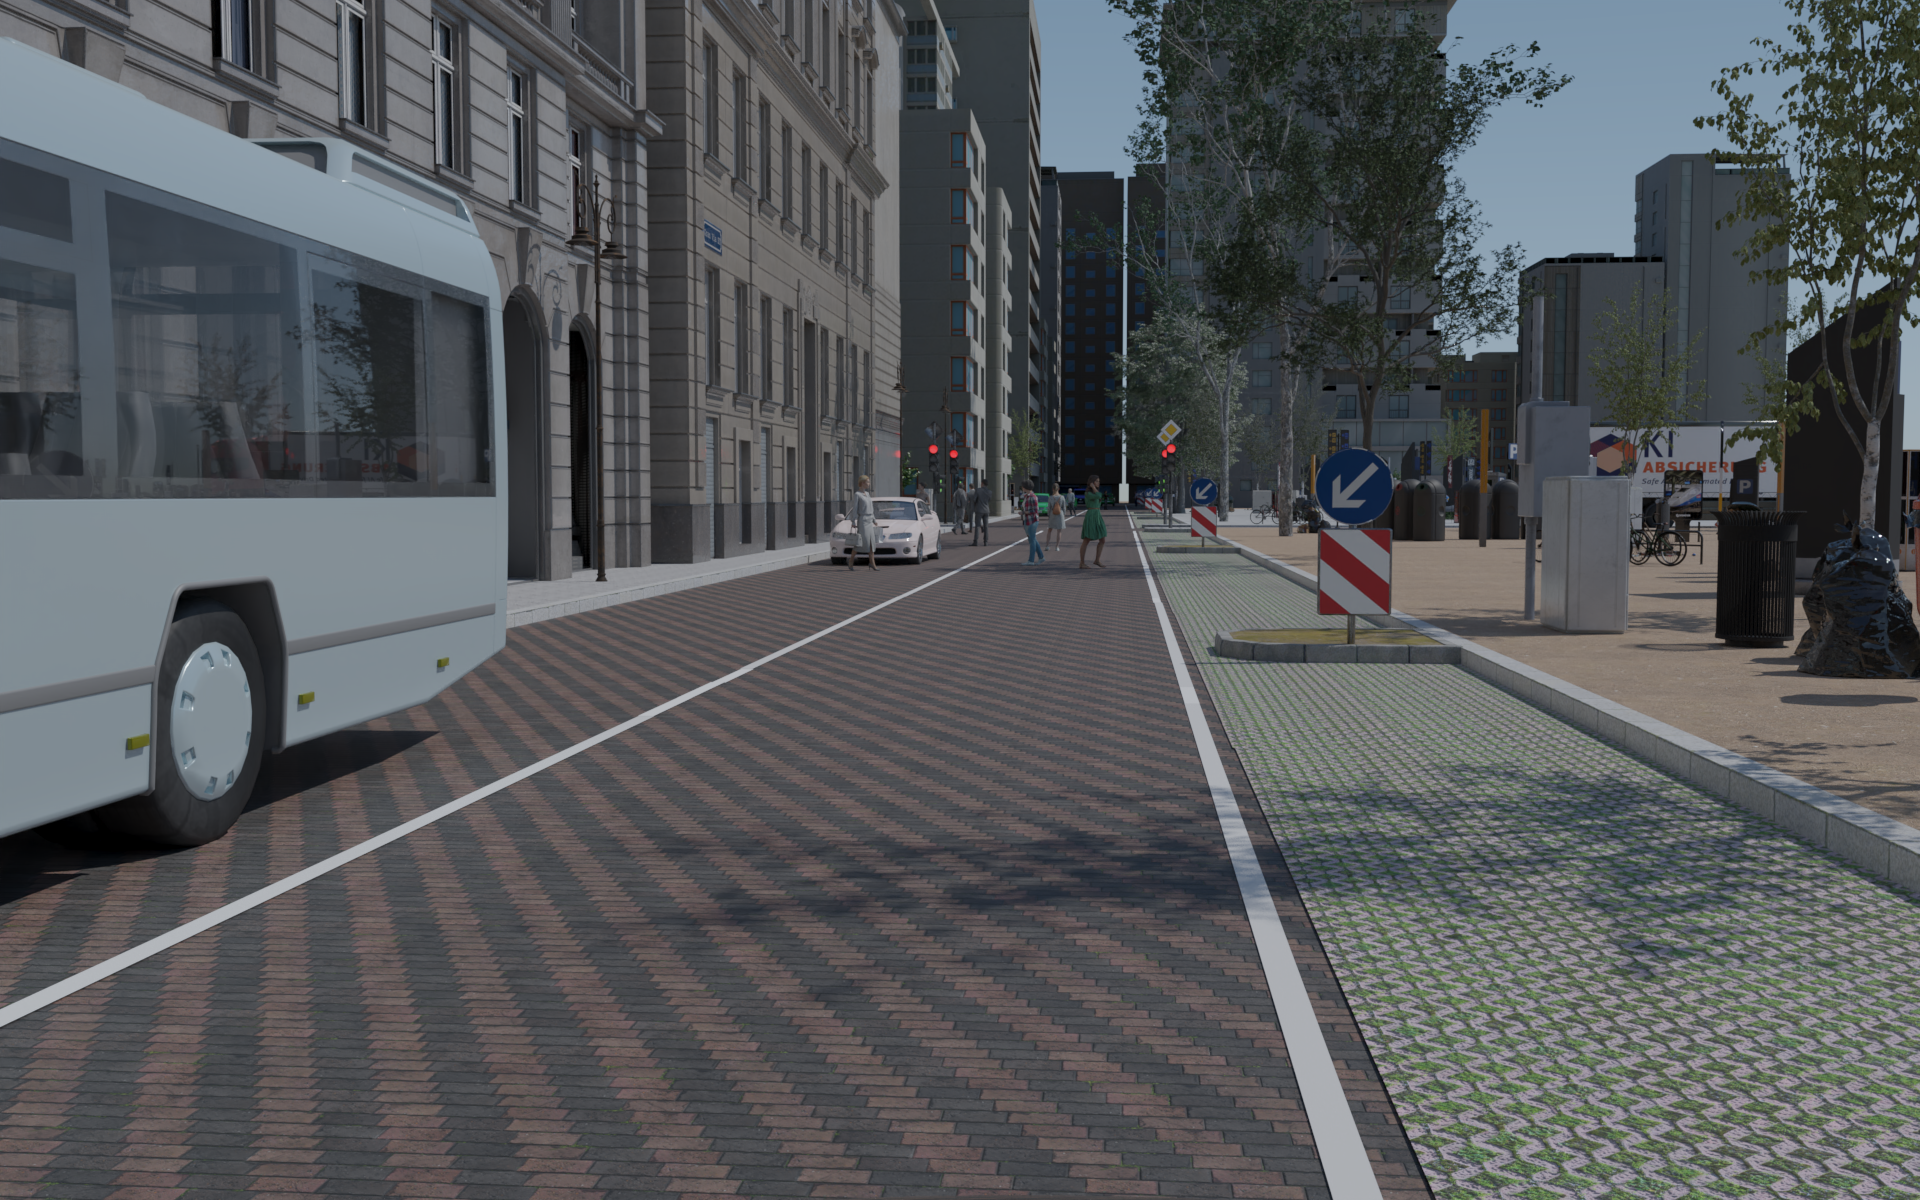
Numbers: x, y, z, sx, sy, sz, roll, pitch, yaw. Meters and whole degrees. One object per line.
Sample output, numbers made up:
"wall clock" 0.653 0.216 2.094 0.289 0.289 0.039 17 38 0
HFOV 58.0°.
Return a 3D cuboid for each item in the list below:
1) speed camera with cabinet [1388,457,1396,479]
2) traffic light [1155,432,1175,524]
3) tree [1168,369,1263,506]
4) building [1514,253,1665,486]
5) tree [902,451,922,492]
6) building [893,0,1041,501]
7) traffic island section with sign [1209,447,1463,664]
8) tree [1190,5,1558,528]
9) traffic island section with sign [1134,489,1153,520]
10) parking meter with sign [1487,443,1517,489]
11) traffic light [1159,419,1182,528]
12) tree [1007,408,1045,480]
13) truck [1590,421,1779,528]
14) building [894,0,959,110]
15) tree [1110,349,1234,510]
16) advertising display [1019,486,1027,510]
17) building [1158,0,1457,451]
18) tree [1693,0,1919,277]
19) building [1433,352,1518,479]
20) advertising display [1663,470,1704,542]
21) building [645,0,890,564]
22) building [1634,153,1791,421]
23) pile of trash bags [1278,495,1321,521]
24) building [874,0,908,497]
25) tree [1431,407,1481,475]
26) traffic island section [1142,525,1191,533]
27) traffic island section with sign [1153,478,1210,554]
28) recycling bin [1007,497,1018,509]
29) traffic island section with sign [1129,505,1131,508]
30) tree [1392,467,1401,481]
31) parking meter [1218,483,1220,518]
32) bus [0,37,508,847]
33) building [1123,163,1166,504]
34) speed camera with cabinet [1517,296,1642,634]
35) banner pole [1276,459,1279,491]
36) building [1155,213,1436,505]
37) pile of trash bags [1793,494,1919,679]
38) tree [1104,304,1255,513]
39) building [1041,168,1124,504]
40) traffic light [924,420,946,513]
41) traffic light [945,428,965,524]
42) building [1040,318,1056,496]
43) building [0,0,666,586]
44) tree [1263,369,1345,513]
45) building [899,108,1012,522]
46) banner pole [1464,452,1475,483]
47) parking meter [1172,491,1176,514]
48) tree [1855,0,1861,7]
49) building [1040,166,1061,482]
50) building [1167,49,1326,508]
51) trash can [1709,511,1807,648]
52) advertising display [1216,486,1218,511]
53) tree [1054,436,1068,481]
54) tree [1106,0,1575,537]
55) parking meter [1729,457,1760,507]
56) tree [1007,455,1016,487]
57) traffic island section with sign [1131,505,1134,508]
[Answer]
"speed camera with cabinet" 23.722 -6.030 92.919 2.038 3.252 0.660 1 4 23
"traffic light" 8.655 -5.148 73.097 0.839 4.253 0.868 0 4 5
"tree" 14.764 -9.293 102.302 4.360 8.622 3.978 0 3 0
"building" 76.511 -26.901 211.532 14.107 30.474 14.160 0 4 5
"tree" -2.564 -4.453 67.413 1.663 3.219 1.824 0 3 0
"building" -3.720 -32.795 159.894 21.300 48.544 21.600 0 4 5
"traffic island section with sign" 3.314 -0.421 15.510 1.989 1.847 2.006 0 4 5
"tree" 7.842 -6.101 34.165 7.601 10.594 8.767 -2 4 -29
"traffic island section with sign" 10.991 -5.448 97.699 1.989 1.847 2.006 0 4 5
"parking meter with sign" 18.671 -3.925 60.440 0.543 3.016 1.738 -2 4 -28
"traffic light" 7.912 -4.662 65.147 0.839 4.253 0.868 0 4 5
"tree" 5.343 -11.991 146.409 4.737 8.622 4.395 0 3 0
"truck" 29.288 -4.817 67.673 11.283 4.237 2.839 0 4 7
"building" -13.405 -26.847 130.826 32.217 40.220 23.993 0 4 5
"tree" 17.534 -14.204 142.599 12.009 13.543 11.850 0 3 0
"advertising display" 5.126 -7.958 135.332 0.974 1.923 0.123 1 4 10
"building" 35.499 -36.329 183.212 28.713 52.752 27.495 0 4 5
"tree" 9.488 -4.124 17.794 4.737 8.622 4.395 0 3 0
"building" 79.557 -24.159 240.045 28.899 21.520 27.650 0 4 5
"advertising display" 19.307 -2.510 46.258 0.974 1.923 0.123 1 4 11
"building" -9.391 -15.061 43.516 12.463 27.353 25.104 0 4 5
"building" 90.623 -32.208 210.201 14.086 41.232 14.154 0 4 5
"pile of trash bags" 16.688 -4.398 81.663 3.447 1.369 1.912 1 4 19
"building" -11.477 -12.974 61.283 18.267 20.994 9.793 0 4 5
"tree" 40.670 -11.729 142.138 4.737 8.622 4.395 0 3 0
"traffic island section" 7.951 -2.629 65.257 2.009 0.180 2.903 0 4 5
"traffic island section with sign" 5.813 -2.062 42.350 1.989 1.847 2.006 0 4 5
"recycling bin" 4.255 -7.840 140.735 0.722 1.027 0.722 -3 4 -38
"traffic island section with sign" 18.209 -10.172 174.946 1.989 1.847 2.006 0 4 5
"tree" 31.628 -8.003 125.457 1.663 3.219 1.824 0 3 0
"parking meter" 14.317 -5.443 94.699 0.399 1.863 0.255 -1 4 -9
"bus" -4.493 -0.556 3.952 2.948 3.499 13.247 0 4 4
"building" 29.920 -35.893 236.962 14.200 45.320 14.600 0 4 5
"speed camera with cabinet" 5.922 -1.371 16.754 0.660 3.252 2.038 0 4 5
"banner pole" 22.981 -8.266 125.159 0.401 3.779 0.863 2 4 28
"building" 39.962 -31.627 208.986 32.217 40.220 23.993 0 4 5
"pile of trash bags" 6.883 -0.146 12.140 1.912 1.369 3.447 2 4 27
"tree" 14.558 -12.724 114.691 9.857 13.997 8.962 0 3 0
"building" 15.434 -36.049 239.503 14.200 45.320 14.600 0 4 5
"traffic light" -0.962 -4.712 65.957 0.839 4.253 0.868 0 4 5
"traffic light" -0.220 -5.198 73.907 0.839 4.253 0.868 0 4 5
"building" -4.138 -20.858 186.069 27.650 21.520 28.899 0 4 5
"building" -12.424 -10.858 19.323 13.314 21.916 24.055 0 4 5
"tree" 20.551 -9.311 102.596 4.360 8.622 3.978 0 3 0
"building" -11.943 -15.202 93.596 27.650 21.520 28.899 0 4 5
"banner pole" 30.315 -6.928 103.288 0.863 3.779 0.401 -1 4 -9
"parking meter" 13.838 -6.357 112.353 0.372 1.533 0.369 0 3 0
"tree" 5.669 -3.505 7.670 4.360 8.622 3.978 0 3 0
"building" 5.638 -32.678 217.875 14.086 41.232 14.154 0 4 5
"building" 26.623 -29.355 163.548 14.154 41.232 14.086 0 4 5
"trash can" 6.719 -0.182 14.622 0.748 1.137 0.748 0 3 0
"advertising display" 19.814 -7.831 133.258 0.123 1.923 0.974 0 4 3
"tree" 10.870 -15.800 208.696 4.360 8.622 3.978 0 3 0
"tree" 10.628 -11.912 50.643 12.611 20.169 13.585 0 3 0
"parking meter" 12.102 -1.287 26.747 0.399 1.863 0.255 2 4 28
"tree" 2.037 -8.040 115.163 4.285 4.588 4.351 0 3 0
"traffic island section with sign" 13.533 -7.109 124.861 1.989 1.847 2.006 0 4 5
